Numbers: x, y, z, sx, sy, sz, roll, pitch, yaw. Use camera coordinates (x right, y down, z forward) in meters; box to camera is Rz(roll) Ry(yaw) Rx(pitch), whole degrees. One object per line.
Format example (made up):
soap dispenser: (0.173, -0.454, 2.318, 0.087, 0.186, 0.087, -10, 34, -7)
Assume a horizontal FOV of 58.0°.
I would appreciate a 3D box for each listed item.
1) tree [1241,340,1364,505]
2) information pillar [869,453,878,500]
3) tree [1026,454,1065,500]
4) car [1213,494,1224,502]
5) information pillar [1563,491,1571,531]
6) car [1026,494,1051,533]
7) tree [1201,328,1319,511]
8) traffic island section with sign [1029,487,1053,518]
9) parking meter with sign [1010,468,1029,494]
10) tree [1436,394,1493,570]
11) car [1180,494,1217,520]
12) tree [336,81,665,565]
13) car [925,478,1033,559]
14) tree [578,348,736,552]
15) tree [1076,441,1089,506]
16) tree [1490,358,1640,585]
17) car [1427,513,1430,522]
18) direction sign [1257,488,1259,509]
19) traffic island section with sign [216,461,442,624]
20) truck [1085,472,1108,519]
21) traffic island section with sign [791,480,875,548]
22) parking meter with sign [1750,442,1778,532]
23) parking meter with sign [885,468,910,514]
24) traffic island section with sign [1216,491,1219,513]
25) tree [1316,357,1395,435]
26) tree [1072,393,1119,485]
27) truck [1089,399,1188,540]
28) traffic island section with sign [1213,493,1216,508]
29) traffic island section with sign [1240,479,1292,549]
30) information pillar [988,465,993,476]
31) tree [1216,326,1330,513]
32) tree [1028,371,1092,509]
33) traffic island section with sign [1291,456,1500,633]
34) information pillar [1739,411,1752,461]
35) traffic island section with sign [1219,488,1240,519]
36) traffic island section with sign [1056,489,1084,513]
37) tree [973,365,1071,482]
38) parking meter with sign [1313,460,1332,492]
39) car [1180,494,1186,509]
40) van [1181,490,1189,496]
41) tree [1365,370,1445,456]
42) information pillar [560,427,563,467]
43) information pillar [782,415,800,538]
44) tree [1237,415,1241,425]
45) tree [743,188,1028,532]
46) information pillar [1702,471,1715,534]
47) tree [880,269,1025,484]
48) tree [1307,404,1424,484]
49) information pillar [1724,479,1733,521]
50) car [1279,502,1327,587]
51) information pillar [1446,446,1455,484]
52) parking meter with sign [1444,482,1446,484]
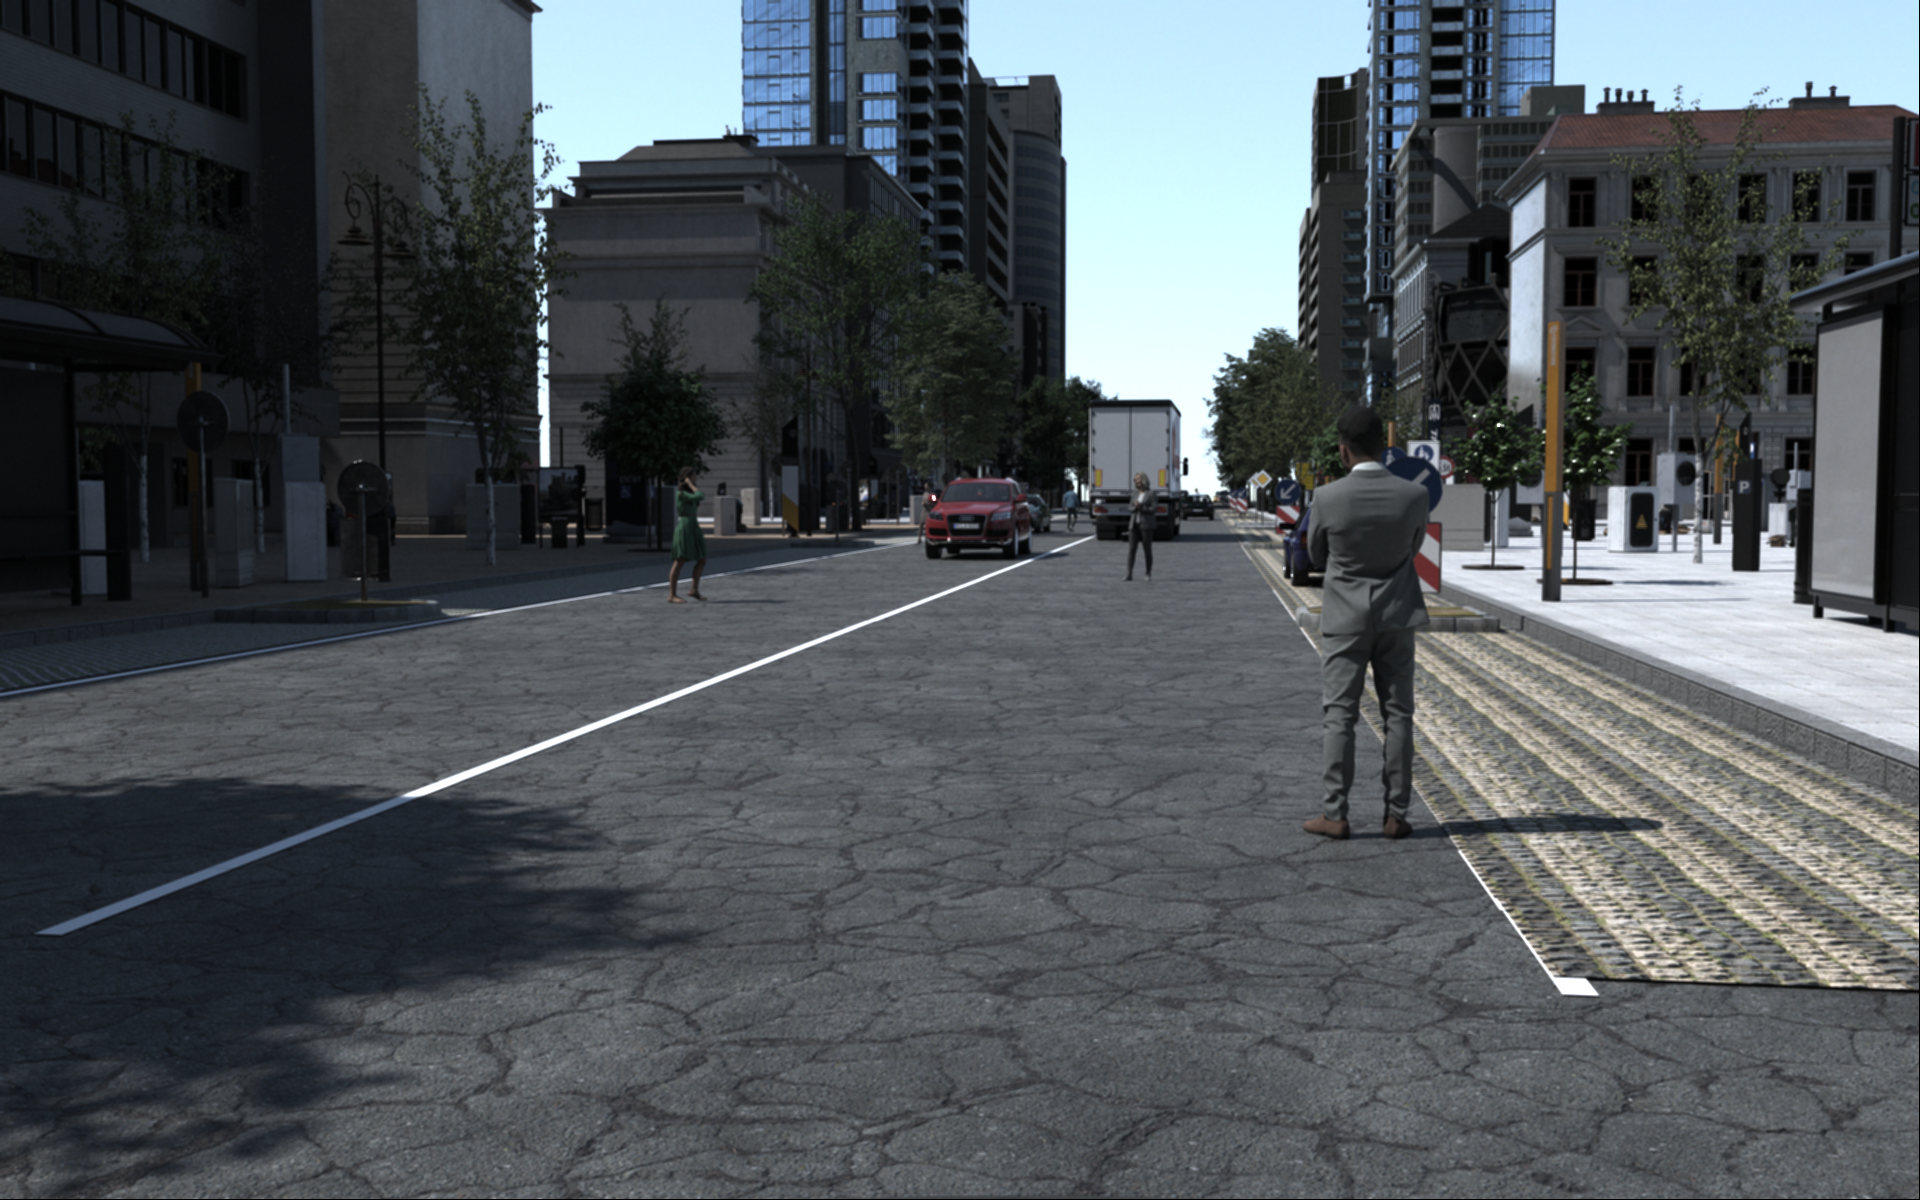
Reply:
tree: (16.241, -8.085, 82.557, 4.737, 8.622, 4.395, 0, 3, 0)
information pillar: (-4.997, -6.634, 99.819, 0.504, 3.616, 0.183, 0, 4, 5)
tree: (6.743, -9.422, 137.756, 4.285, 4.588, 4.351, 0, 3, 0)
car: (40.035, -15.758, 267.867, 2.015, 1.641, 3.980, 0, 4, 8)
information pillar: (21.141, -4.235, 60.594, 0.183, 3.616, 0.504, -2, 4, -33)
car: (2.316, -3.245, 64.858, 2.131, 1.459, 4.920, 1, 4, 9)
tree: (23.556, -13.947, 134.687, 9.857, 13.997, 8.962, 0, 3, 0)
traffic island section with sign: (4.425, -5.703, 101.873, 1.989, 1.847, 2.006, 0, 4, 8)
parking meter with sign: (4.250, -7.366, 116.688, 1.738, 3.016, 0.543, 2, 4, 34)
tree: (9.230, -2.134, 29.493, 1.663, 3.219, 1.824, 0, 3, 0)
car: (13.152, -5.248, 95.585, 2.009, 1.686, 4.222, 1, 4, 9)
tree: (-8.611, -4.922, 30.841, 4.737, 8.622, 4.395, 0, 3, 0)
car: (0.491, -1.914, 39.967, 2.281, 1.827, 5.304, 0, 4, 8)
tree: (-6.687, -3.372, 38.846, 4.285, 4.588, 4.351, 0, 3, 0)
tree: (13.955, -14.642, 189.751, 4.737, 8.622, 4.395, 0, 3, 0)
tree: (8.865, -1.836, 24.614, 1.663, 3.219, 1.824, 0, 3, 0)
car: (20.086, -3.711, 72.682, 4.499, 1.417, 2.014, 1, 4, 9)
direction sign: (24.832, -9.310, 144.210, 0.876, 3.537, 0.379, -3, 5, -41)
traffic island section with sign: (-7.135, -0.694, 19.981, 1.989, 1.847, 2.006, 0, 4, 8)
truck: (9.189, -7.065, 104.420, 2.839, 4.237, 11.283, 0, 4, 7)
traffic island section with sign: (-3.362, -2.327, 46.672, 1.989, 1.847, 2.006, 0, 4, 8)
parking meter with sign: (27.491, -3.827, 58.837, 1.738, 3.016, 0.543, -1, 4, -16)
parking meter with sign: (-4.188, -7.181, 113.673, 1.738, 3.016, 0.543, 1, 4, 17)
traffic island section with sign: (19.989, -7.254, 127.226, 1.989, 1.847, 2.006, 0, 4, 8)
tree: (21.030, -8.697, 92.563, 4.360, 8.622, 3.978, 0, 3, 0)
tree: (18.065, -18.970, 216.812, 9.857, 13.997, 8.962, 0, 3, 0)
truck: (5.936, -4.160, 56.926, 2.839, 4.237, 11.283, 1, 4, 9)
traffic island section with sign: (27.004, -10.291, 176.893, 1.989, 1.847, 2.006, 0, 4, 8)
traffic island section with sign: (8.461, -2.254, 45.486, 1.989, 1.847, 2.006, 0, 4, 8)
information pillar: (2.318, -8.765, 134.655, 0.504, 3.616, 0.183, 3, 4, 38)
tree: (21.491, -12.172, 117.132, 7.486, 12.596, 7.792, 0, 3, 0)
tree: (7.605, -13.522, 146.834, 9.928, 11.665, 9.643, 0, 3, 0)
traffic island section with sign: (4.683, -0.622, 18.796, 1.989, 1.847, 2.006, 0, 4, 8)
information pillar: (22.314, -3.542, 49.268, 0.183, 3.616, 0.504, 0, 4, -6)
traffic island section with sign: (16.220, -5.619, 100.495, 1.989, 1.847, 2.006, 0, 4, 8)
traffic island section with sign: (8.227, -7.355, 128.889, 1.989, 1.847, 2.006, 0, 4, 8)
tree: (4.168, -11.463, 121.840, 8.767, 10.594, 7.601, 2, 4, 30)
parking meter with sign: (18.387, -5.481, 85.882, 1.738, 3.016, 0.543, 0, 4, 2)
car: (18.119, -8.131, 144.747, 2.131, 1.459, 4.920, 1, 4, 9)
van: (22.691, -10.394, 176.957, 2.013, 2.044, 4.112, 1, 4, 10)
tree: (26.781, -9.379, 103.706, 4.737, 8.622, 4.395, 0, 3, 0)
information pillar: (-13.934, -4.237, 60.627, 0.183, 3.616, 0.504, -1, 4, -12)
information pillar: (-4.972, -3.641, 50.877, 0.504, 3.616, 0.183, 0, 4, -6)
tree: (19.157, -9.414, 104.277, 4.737, 8.622, 4.395, 0, 3, 0)
tree: (-3.712, -8.188, 59.621, 9.928, 11.665, 9.643, 0, 3, 0)
information pillar: (24.072, -3.139, 55.808, 0.304, 2.012, 0.304, -3, 5, -43)
tree: (-0.091, -10.367, 87.622, 7.486, 12.596, 7.792, 0, 3, 0)
tree: (14.393, -4.846, 62.939, 4.285, 4.588, 4.351, 0, 3, 0)
information pillar: (37.208, -4.849, 83.777, 0.304, 2.012, 0.304, -1, 4, -14)
car: (6.147, -0.938, 27.910, 1.945, 1.354, 3.894, 0, 4, 8)
information pillar: (21.690, -5.214, 76.605, 0.183, 3.616, 0.504, -2, 4, -24)
parking meter with sign: (30.972, -7.044, 111.429, 0.543, 3.016, 1.738, 3, 5, 43)
